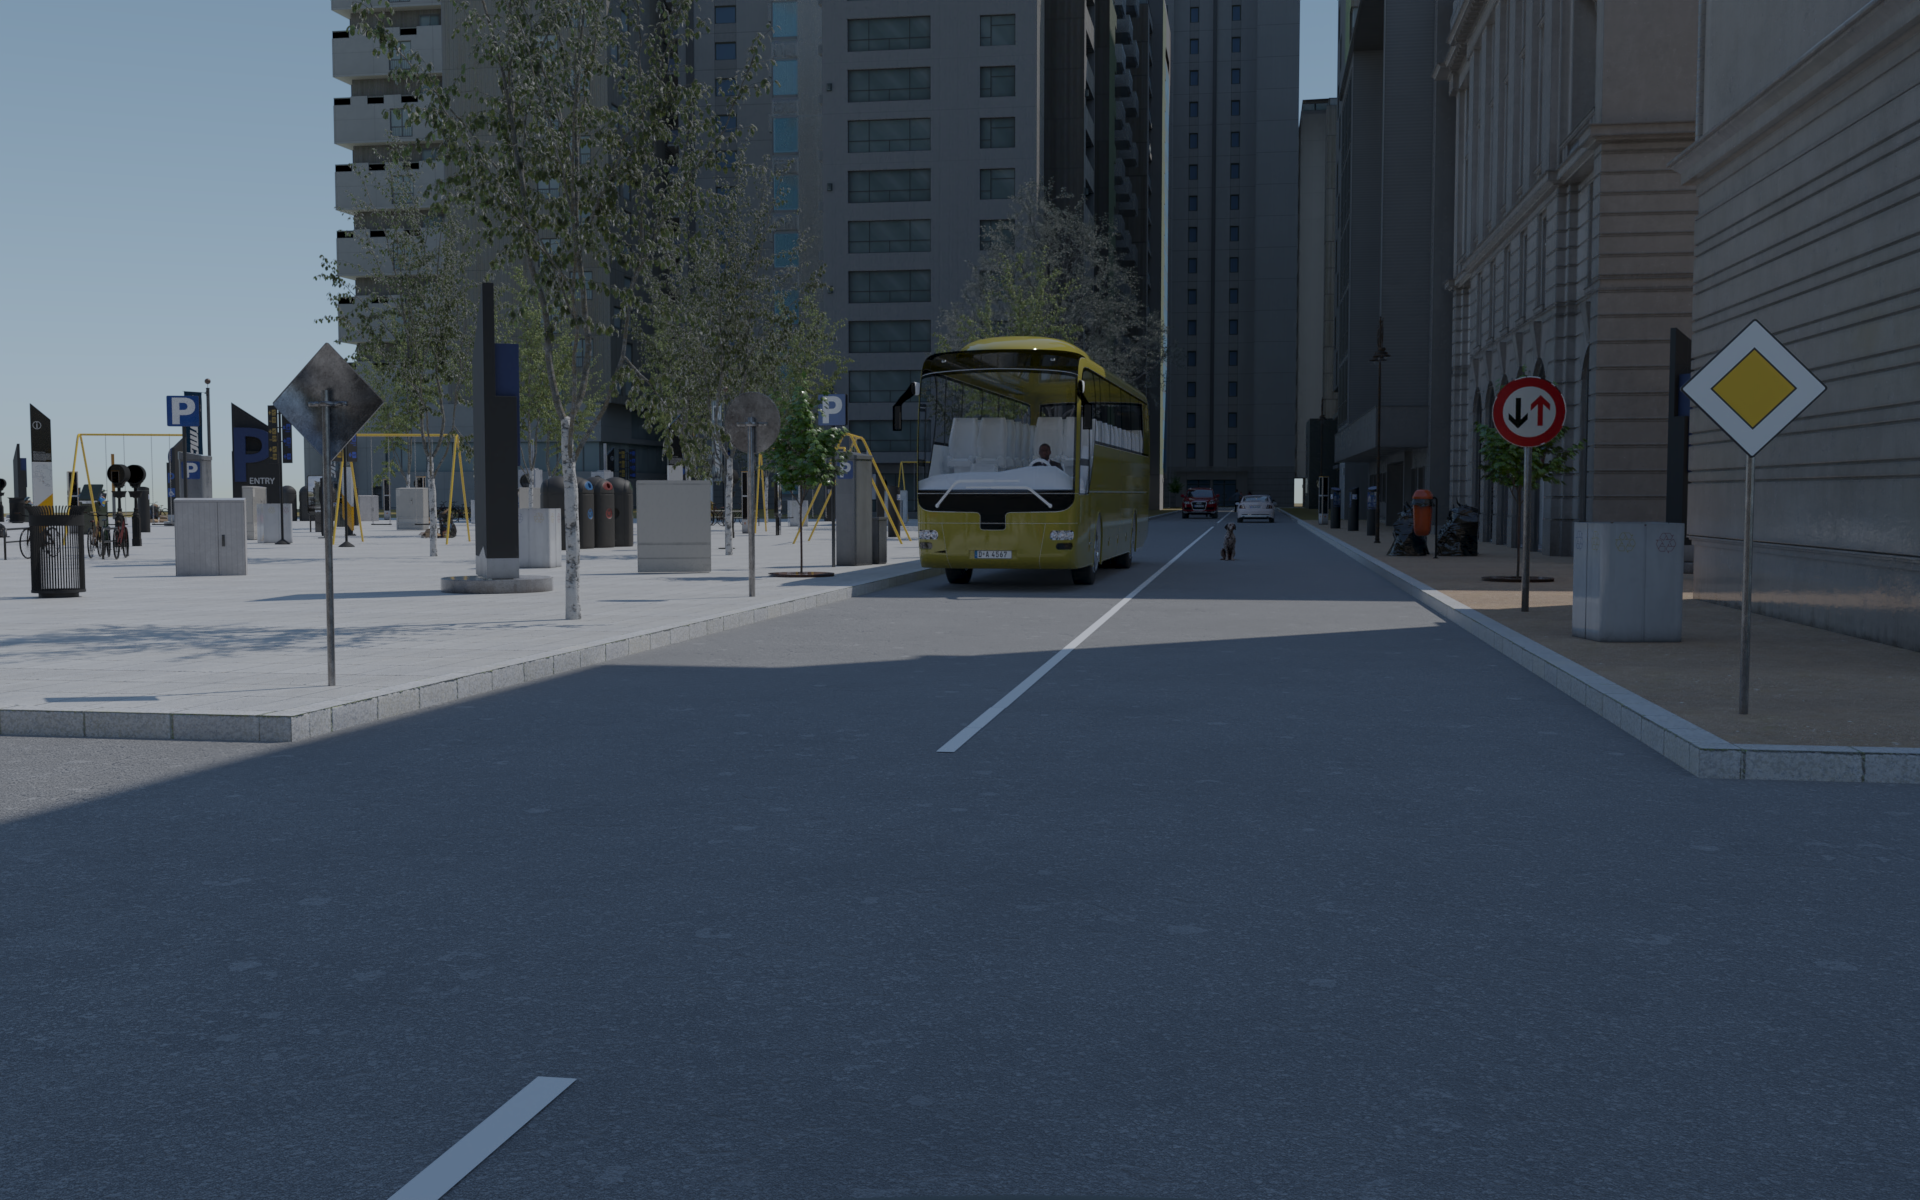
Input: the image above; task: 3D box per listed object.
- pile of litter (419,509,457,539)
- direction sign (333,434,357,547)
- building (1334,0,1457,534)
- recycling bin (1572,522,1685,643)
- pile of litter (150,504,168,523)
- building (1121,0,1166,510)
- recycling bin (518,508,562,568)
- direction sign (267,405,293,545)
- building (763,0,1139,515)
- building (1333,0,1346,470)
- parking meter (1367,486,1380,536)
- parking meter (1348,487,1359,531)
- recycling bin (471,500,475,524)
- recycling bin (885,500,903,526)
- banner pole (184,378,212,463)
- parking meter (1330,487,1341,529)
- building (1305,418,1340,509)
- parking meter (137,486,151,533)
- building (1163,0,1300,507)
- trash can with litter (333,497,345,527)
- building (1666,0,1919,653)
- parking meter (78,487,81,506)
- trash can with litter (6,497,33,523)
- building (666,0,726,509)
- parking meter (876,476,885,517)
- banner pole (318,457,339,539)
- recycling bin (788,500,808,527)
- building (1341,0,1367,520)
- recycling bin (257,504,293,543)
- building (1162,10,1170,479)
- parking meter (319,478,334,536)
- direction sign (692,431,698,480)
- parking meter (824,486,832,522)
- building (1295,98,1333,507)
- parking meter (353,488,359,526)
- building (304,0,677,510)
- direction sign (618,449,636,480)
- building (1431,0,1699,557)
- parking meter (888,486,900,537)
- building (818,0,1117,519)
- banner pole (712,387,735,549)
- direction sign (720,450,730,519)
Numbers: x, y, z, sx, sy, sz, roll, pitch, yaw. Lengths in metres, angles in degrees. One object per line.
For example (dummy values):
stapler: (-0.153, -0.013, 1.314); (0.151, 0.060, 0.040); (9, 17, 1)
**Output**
pile of litter: (-15.343, -2.254, 50.815); (1.176, 0.858, 1.719); (0, 4, 8)
direction sign: (-14.870, -3.051, 41.880); (0.379, 3.537, 0.876); (1, 4, 20)
building: (22.765, -15.226, 68.014); (14.314, 24.678, 30.058); (1, 4, 10)
recycling bin: (5.886, -0.167, 15.284); (0.722, 1.027, 0.722); (0, 4, -1)
pile of litter: (-36.019, -3.891, 77.587); (1.719, 0.858, 1.176); (-1, 4, -19)
building: (8.926, -27.802, 138.163); (14.154, 41.232, 14.086); (1, 4, 10)
recycling bin: (-7.412, -1.082, 30.244); (0.722, 1.027, 0.722); (0, 4, 4)
direction sign: (-17.250, -3.180, 43.998); (0.876, 3.537, 0.379); (2, 4, 30)
building: (0.367, -30.411, 116.821); (23.786, 49.044, 30.456); (1, 4, 10)
building: (38.157, -31.837, 109.780); (28.713, 52.752, 27.495); (1, 4, 10)
parking meter: (12.750, -2.753, 53.422); (0.372, 1.533, 0.369); (0, 3, 0)
parking meter: (13.650, -3.159, 60.065); (0.372, 1.533, 0.369); (0, 3, 0)
recycling bin: (-20.469, -3.763, 74.072); (0.722, 1.027, 0.722); (-2, 4, -30)
recycling bin: (-2.723, -3.572, 70.962); (0.722, 1.027, 0.722); (0, 4, 3)
banner pole: (-16.375, -2.896, 37.367); (0.401, 3.779, 0.863); (2, 4, 25)
parking meter: (13.952, -3.419, 64.316); (0.372, 1.533, 0.369); (0, 3, 0)
building: (39.947, -50.505, 138.421); (22.319, 86.520, 31.000); (1, 4, 10)
parking meter: (-27.241, -3.021, 57.804); (0.372, 1.533, 0.369); (0, 3, 0)
building: (20.276, -38.924, 178.403); (28.212, 58.520, 21.231); (1, 4, 10)
trash can with litter: (-24.147, -3.441, 67.651); (0.624, 1.170, 1.055); (-1, 4, -11)
building: (17.759, -10.880, 14.043); (21.152, 22.565, 11.583); (1, 4, 10)
parking meter: (-32.973, -3.435, 64.575); (0.372, 1.533, 0.369); (0, 3, 0)
trash can with litter: (-42.218, -4.058, 77.737); (1.055, 1.170, 0.624); (-3, 5, -42)
building: (-10.600, -37.391, 153.337); (28.212, 58.520, 21.231); (1, 4, 10)
parking meter: (-2.635, -3.165, 57.464); (0.255, 1.863, 0.399); (0, 4, -5)
banner pole: (-18.193, -3.666, 49.954); (0.863, 3.779, 0.401); (2, 4, 28)
recycling bin: (-6.416, -3.422, 68.500); (0.722, 1.027, 0.722); (-1, 4, -14)
building: (27.261, -24.913, 90.918); (14.154, 41.232, 14.086); (1, 4, 10)
recycling bin: (-17.979, -2.011, 45.435); (0.722, 1.027, 0.722); (-3, 4, -37)
building: (11.065, -30.801, 153.714); (14.200, 45.320, 14.600); (1, 4, 10)
parking meter: (-19.321, -2.880, 52.798); (0.399, 1.863, 0.255); (-1, 4, -18)
direction sign: (-9.147, -4.147, 59.795); (0.379, 3.537, 0.876); (0, 4, 1)
parking meter: (-6.126, -4.591, 80.780); (0.399, 1.863, 0.255); (-2, 4, -24)
building: (40.669, -29.914, 172.688); (14.086, 41.232, 14.154); (1, 4, 10)
parking meter: (-24.528, -3.771, 70.064); (0.372, 1.533, 0.369); (0, 3, 0)
building: (-38.731, -34.553, 154.188); (27.495, 52.752, 28.713); (1, 4, 10)
direction sign: (-16.754, -5.826, 87.245); (0.876, 3.537, 0.379); (-2, 4, -26)
building: (19.124, -12.187, 41.060); (13.314, 21.916, 24.055); (1, 4, 10)
parking meter: (-1.963, -2.641, 51.586); (0.372, 1.533, 0.369); (0, 3, 0)
building: (0.863, -19.704, 93.867); (14.160, 30.474, 14.107); (1, 4, 10)
banner pole: (-5.594, -3.089, 40.520); (0.401, 3.779, 0.863); (-3, 4, -39)
direction sign: (-12.196, -5.945, 89.196); (0.876, 3.537, 0.379); (-3, 5, -42)
